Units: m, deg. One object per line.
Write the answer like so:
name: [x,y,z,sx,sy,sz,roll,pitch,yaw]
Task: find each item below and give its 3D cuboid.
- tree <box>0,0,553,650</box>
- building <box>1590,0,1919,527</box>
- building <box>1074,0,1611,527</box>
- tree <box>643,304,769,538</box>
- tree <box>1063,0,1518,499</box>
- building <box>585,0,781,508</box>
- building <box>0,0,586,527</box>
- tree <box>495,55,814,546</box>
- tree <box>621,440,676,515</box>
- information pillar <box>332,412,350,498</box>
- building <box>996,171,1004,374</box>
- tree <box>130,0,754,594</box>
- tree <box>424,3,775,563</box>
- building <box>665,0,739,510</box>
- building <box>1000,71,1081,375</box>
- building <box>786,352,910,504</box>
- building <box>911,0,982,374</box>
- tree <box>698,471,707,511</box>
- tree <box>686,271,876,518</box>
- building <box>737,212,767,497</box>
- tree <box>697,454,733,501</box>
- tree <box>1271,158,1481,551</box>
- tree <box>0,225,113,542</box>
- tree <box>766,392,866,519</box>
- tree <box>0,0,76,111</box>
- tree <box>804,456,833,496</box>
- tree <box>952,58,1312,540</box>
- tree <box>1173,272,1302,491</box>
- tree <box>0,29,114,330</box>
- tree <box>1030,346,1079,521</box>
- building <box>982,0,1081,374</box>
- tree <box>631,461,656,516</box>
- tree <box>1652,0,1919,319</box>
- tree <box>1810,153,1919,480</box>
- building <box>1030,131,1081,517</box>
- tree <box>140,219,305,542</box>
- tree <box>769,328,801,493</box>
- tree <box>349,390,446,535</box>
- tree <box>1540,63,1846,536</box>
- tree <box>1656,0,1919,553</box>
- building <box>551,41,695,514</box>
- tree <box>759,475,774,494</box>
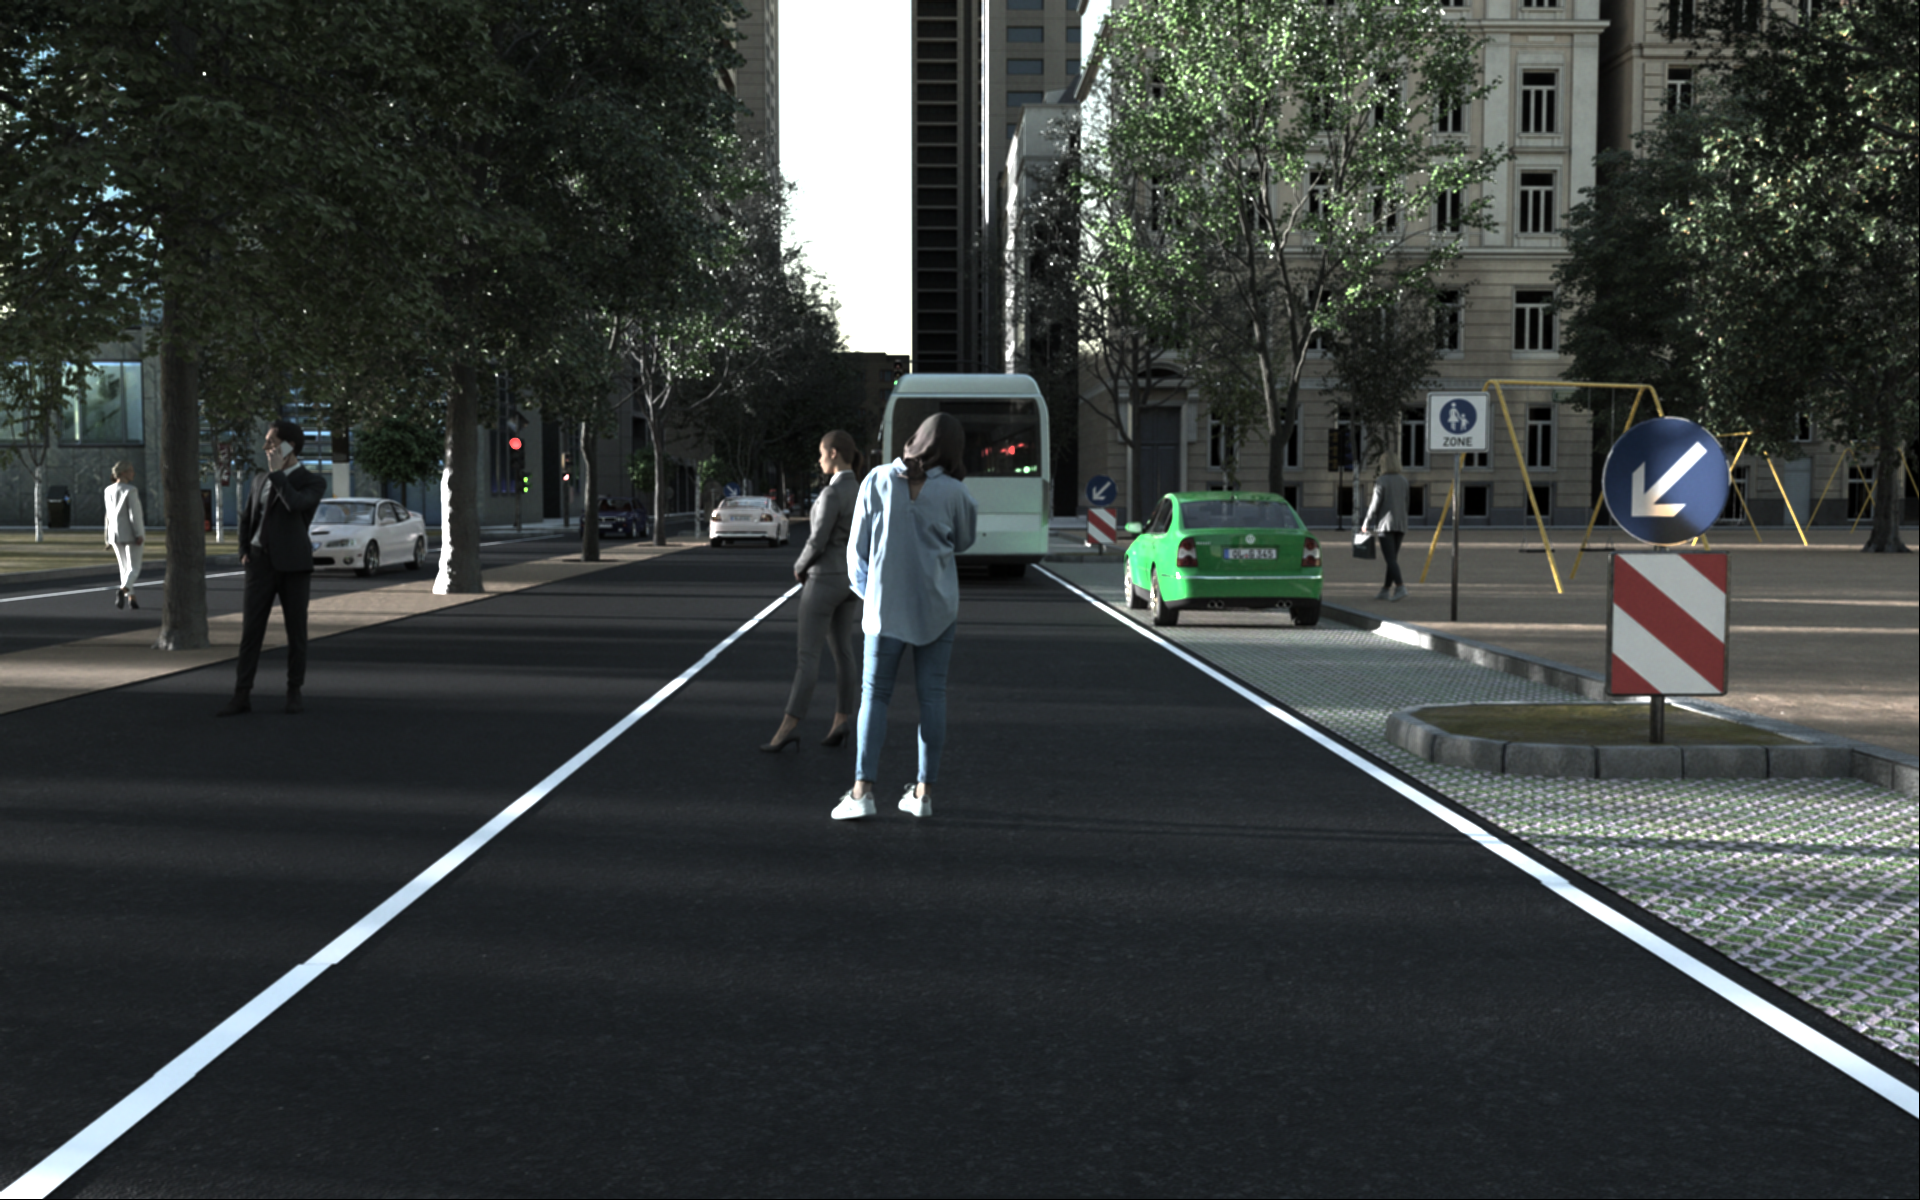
tree: [-7.285,-5.839,16.058,7.486,12.596,7.792,0,3,0]
building: [38.021,-16.881,73.269,25.104,27.353,12.463,0,4,-1]
building: [15.300,-17.616,73.919,20.117,28.700,13.634,0,4,-1]
tree: [-8.433,-6.282,55.533,4.360,8.622,3.978,0,3,0]
tree: [5.666,-6.391,30.256,9.928,11.665,9.643,0,3,0]
building: [-32.116,-46.847,204.200,20.611,71.187,20.563,0,4,-1]
building: [-30.005,-46.927,79.923,22.319,86.520,31.000,0,4,-1]
tree: [-8.230,-8.213,47.117,12.009,13.543,11.850,0,3,0]
tree: [-18.990,-7.465,105.765,4.285,4.588,4.351,0,3,0]
information pillar: [-16.418,-3.341,45.979,0.504,3.616,0.183,1,4,15]
building: [10.169,-23.614,157.785,14.160,30.474,14.107,0,4,-1]
tree: [-7.268,-7.074,24.773,9.857,13.997,8.962,0,3,0]
tree: [-7.691,-6.601,36.136,9.928,11.665,9.643,0,3,0]
building: [-31.257,-32.284,151.541,21.300,48.544,21.600,0,4,-1]
building: [9.208,-21.404,127.447,11.434,29.767,29.804,0,4,-1]
building: [-21.355,-24.183,240.425,28.899,21.520,27.650,0,4,-1]
building: [3.701,-48.775,235.720,20.611,71.187,20.563,0,4,-1]
tree: [-19.794,-8.413,132.147,1.663,3.219,1.824,0,3,0]
tree: [-9.114,-10.260,87.223,9.611,12.733,9.660,0,3,0]
building: [-28.368,-25.286,185.126,14.160,30.474,14.107,0,4,-1]
tree: [-19.664,-9.471,138.570,4.285,4.588,4.351,0,3,0]
tree: [9.098,-5.394,38.556,4.360,8.622,3.978,0,3,0]
tree: [-24.908,-5.886,46.595,4.737,8.622,4.395,0,3,0]
tree: [-9.754,-9.824,97.490,8.767,10.594,7.601,0,4,-1]
tree: [-7.696,-4.380,8.477,8.767,10.594,7.601,0,4,-1]
tree: [-10.060,-10.473,124.057,4.360,8.622,3.978,0,3,0]
tree: [4.912,-8.471,48.868,12.009,13.543,11.850,0,3,0]
tree: [8.959,-6.512,56.834,4.737,8.622,4.395,0,3,0]
tree: [-17.056,-6.188,26.937,9.928,11.665,9.643,0,3,0]
tree: [4.490,-8.172,83.975,4.360,8.622,3.978,0,3,0]
building: [12.771,-38.906,178.119,21.231,58.520,28.212,0,4,-1]
tree: [-18.189,-6.451,100.076,1.663,3.219,1.824,0,3,0]
tree: [11.164,-5.036,16.744,8.767,10.594,7.601,2,4,24]
tree: [16.851,-4.802,28.872,4.360,8.622,3.978,0,3,0]
building: [10.899,-16.833,104.900,12.332,23.373,15.834,0,4,-1]
tree: [-19.543,-5.852,46.038,4.360,8.622,3.978,0,3,0]
tree: [-8.443,-7.017,67.543,4.360,8.622,3.978,0,3,0]
tree: [-17.402,-4.311,54.193,4.285,4.588,4.351,0,3,0]
tree: [22.684,-8.951,53.005,9.857,13.997,8.962,0,3,0]
tree: [20.396,-7.396,37.928,9.611,12.733,9.660,0,3,0]
building: [-28.953,-41.529,117.253,20.563,71.187,20.611,0,4,-1]
tree: [-19.779,-11.123,176.456,1.663,3.219,1.824,0,3,0]
